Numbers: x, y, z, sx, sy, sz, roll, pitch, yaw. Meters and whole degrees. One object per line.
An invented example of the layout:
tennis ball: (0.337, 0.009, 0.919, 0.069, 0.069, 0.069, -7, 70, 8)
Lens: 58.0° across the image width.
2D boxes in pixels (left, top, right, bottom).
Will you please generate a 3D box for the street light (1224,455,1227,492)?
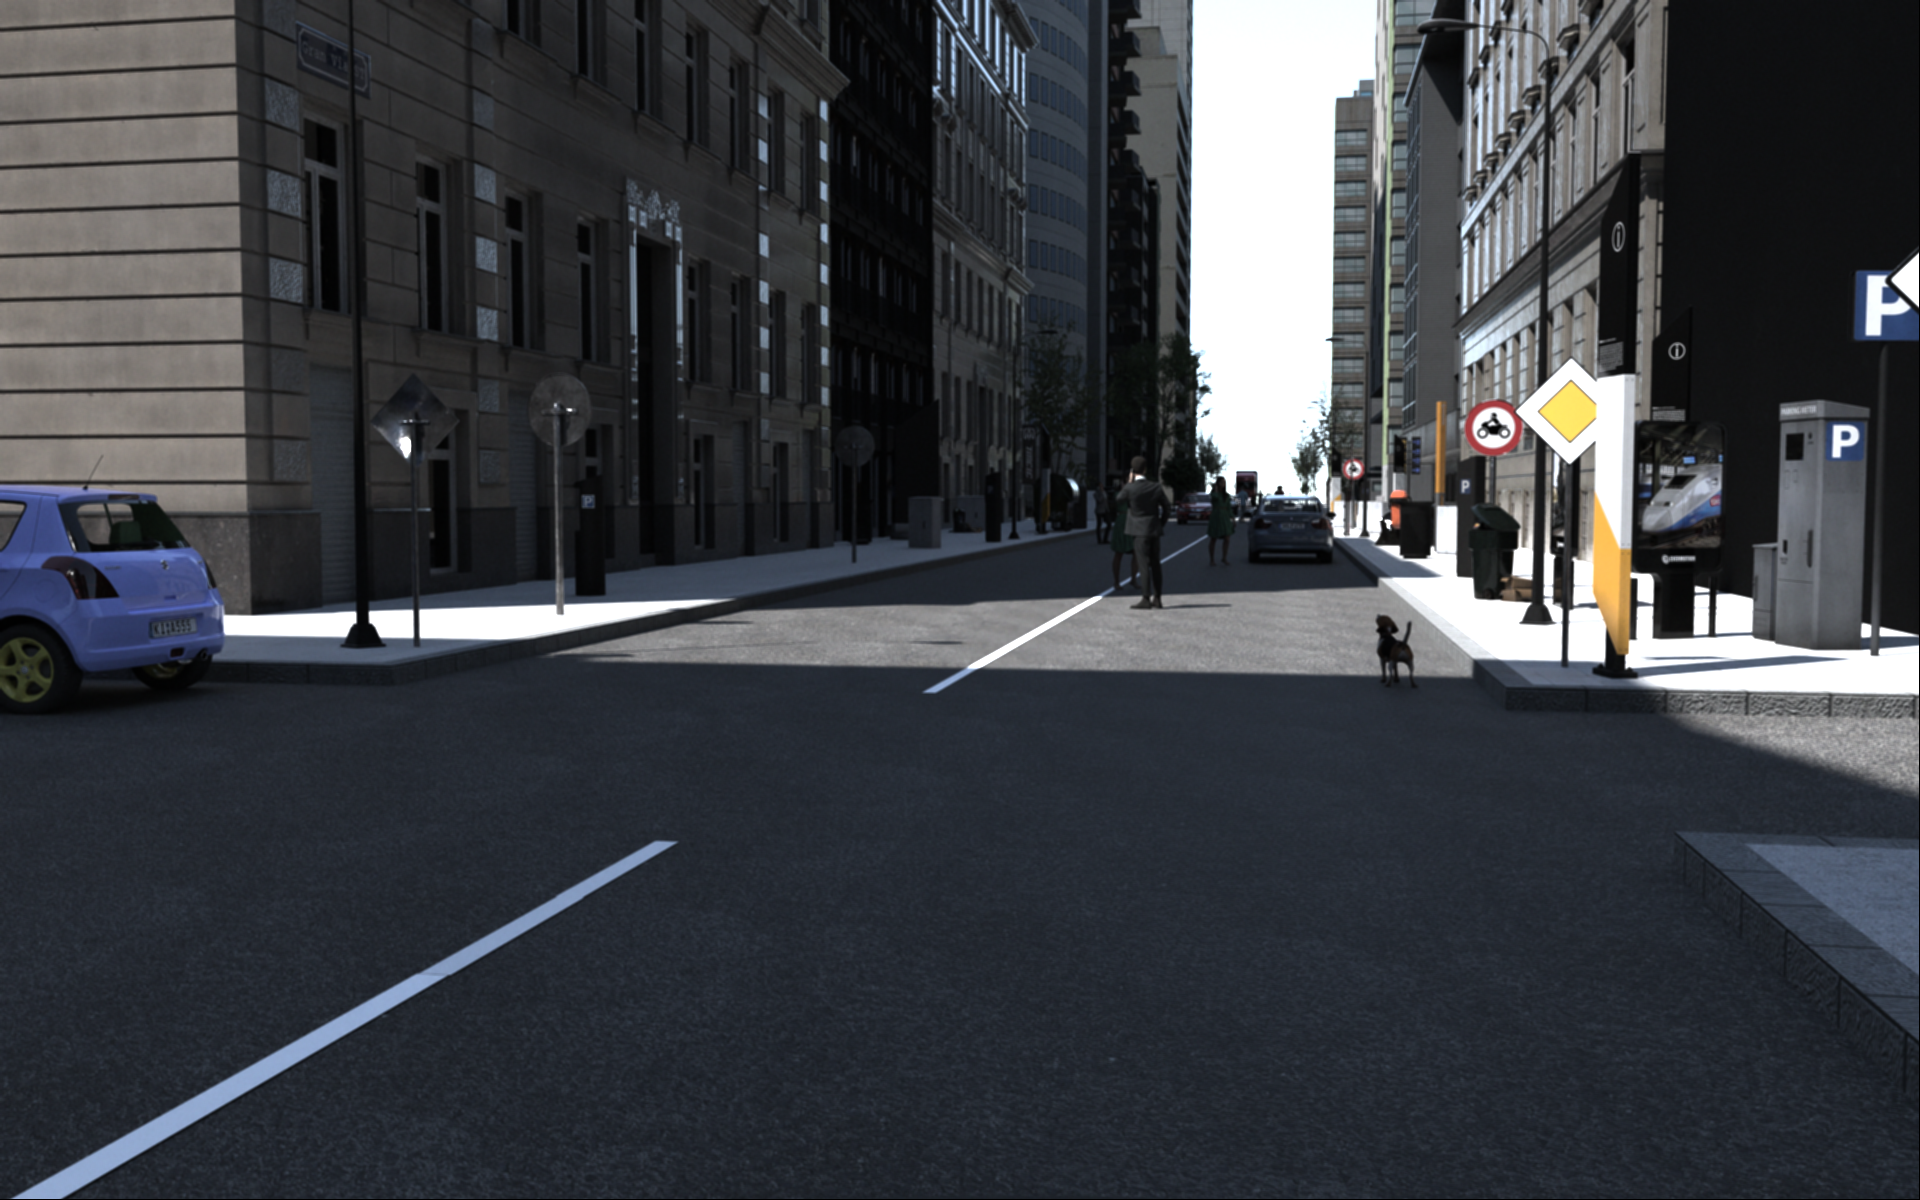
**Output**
street light: (31.325, -14.373, 207.545, 1.470, 5.913, 1.316, 1, 4, 10)

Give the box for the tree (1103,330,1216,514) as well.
tree: (12.602, -11.242, 109.570, 9.928, 11.665, 9.643, 0, 3, 0)

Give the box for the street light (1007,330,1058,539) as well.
street light: (2.071, -4.685, 49.134, 1.470, 5.913, 1.316, 1, 4, 10)

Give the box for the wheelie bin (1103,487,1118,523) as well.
wheelie bin: (6.821, -4.290, 78.052, 0.980, 1.594, 0.693, 0, 4, -5)

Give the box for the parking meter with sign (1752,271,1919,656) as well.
parking meter with sign: (7.209, -1.112, 14.443, 0.543, 3.016, 1.738, 0, 4, -2)

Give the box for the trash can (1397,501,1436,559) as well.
trash can: (9.042, -1.390, 34.372, 0.748, 1.137, 0.748, 0, 3, 0)

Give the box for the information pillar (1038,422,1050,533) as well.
information pillar: (2.766, -3.982, 56.460, 0.183, 3.616, 0.504, -2, 4, -29)

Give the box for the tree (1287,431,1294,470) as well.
tree: (36.803, -14.286, 183.934, 4.360, 8.622, 3.978, 0, 3, 0)

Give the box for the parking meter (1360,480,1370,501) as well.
parking meter: (16.873, -4.067, 72.207, 0.399, 1.863, 0.255, 1, 4, 9)

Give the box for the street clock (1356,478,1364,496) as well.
street clock: (18.264, -4.536, 78.736, 0.471, 2.002, 0.358, -1, 4, -9)

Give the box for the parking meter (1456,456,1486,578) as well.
parking meter: (7.841, -1.278, 26.600, 0.255, 1.863, 0.399, -2, 4, -27)

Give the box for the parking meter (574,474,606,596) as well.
parking meter: (-4.687, -0.827, 21.927, 0.372, 1.533, 0.369, 0, 3, 0)

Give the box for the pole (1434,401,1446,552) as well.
pole: (10.613, -2.717, 38.265, 0.158, 3.312, 0.155, 0, 3, 0)

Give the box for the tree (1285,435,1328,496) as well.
tree: (44.361, -16.757, 224.342, 4.737, 8.622, 4.395, 0, 3, 0)

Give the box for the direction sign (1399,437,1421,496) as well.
direction sign: (17.839, -4.700, 68.847, 0.876, 3.537, 0.379, 1, 4, 20)

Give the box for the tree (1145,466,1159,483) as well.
tree: (10.980, -6.706, 104.243, 1.663, 3.219, 1.824, 0, 3, 0)

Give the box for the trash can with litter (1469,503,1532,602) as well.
trash can with litter: (6.643, -0.584, 20.936, 0.624, 1.170, 1.055, -1, 4, -22)

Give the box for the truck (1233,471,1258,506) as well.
truck: (34.511, -13.436, 208.599, 2.839, 4.237, 11.283, 1, 4, 11)

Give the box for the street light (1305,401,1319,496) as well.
street light: (18.097, -6.961, 86.355, 1.470, 5.913, 1.316, 1, 4, 10)

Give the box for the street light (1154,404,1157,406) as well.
street light: (9.487, -7.161, 89.629, 1.470, 5.913, 1.316, 1, 4, 10)

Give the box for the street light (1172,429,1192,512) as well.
street light: (15.893, -9.270, 124.105, 1.470, 5.913, 1.316, 1, 4, 10)

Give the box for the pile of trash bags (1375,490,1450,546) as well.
pile of trash bags: (11.221, -2.034, 43.013, 1.912, 1.369, 3.447, 2, 4, 25)

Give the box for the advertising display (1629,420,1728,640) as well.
advertising display: (6.326, -0.617, 15.306, 0.974, 1.923, 0.123, -1, 4, -18)

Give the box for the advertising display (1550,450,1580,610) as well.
advertising display: (6.822, -0.877, 19.545, 0.123, 1.923, 0.974, 0, 4, 8)

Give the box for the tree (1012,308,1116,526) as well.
tree: (3.876, -7.219, 68.399, 4.737, 8.622, 4.395, 0, 3, 0)

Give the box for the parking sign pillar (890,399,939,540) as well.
parking sign pillar: (-1.264, -3.704, 49.027, 1.447, 3.967, 1.447, -1, 4, -16)

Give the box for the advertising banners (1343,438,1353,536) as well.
advertising banners: (12.052, -3.515, 53.659, 0.090, 3.025, 2.074, 1, 4, 19)

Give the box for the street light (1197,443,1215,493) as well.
street light: (22.334, -11.370, 158.443, 1.470, 5.913, 1.316, 1, 4, 10)

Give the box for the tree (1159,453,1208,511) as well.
tree: (19.859, -10.207, 150.605, 4.285, 4.588, 4.351, 0, 3, 0)

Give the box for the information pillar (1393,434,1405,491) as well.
information pillar: (17.130, -4.665, 67.624, 0.504, 3.616, 0.183, -2, 4, -25)

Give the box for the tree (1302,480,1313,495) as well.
tree: (43.265, -13.635, 217.535, 1.663, 3.219, 1.824, 0, 3, 0)

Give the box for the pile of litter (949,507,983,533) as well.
pile of litter: (0.200, -2.697, 58.062, 1.176, 0.858, 1.719, 0, 4, 3)

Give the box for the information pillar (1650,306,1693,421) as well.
information pillar: (8.936, -1.862, 21.792, 0.183, 3.616, 0.504, -3, 5, -43)

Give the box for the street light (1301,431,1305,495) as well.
street light: (19.039, -7.306, 91.989, 1.470, 5.913, 1.316, 1, 4, 10)

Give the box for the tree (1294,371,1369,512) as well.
tree: (22.194, -9.346, 103.176, 4.360, 8.622, 3.978, 0, 3, 0)

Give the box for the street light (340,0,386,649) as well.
street light: (-4.486, -2.553, 14.276, 1.470, 5.913, 1.316, 1, 4, 10)

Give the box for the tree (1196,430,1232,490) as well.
tree: (29.312, -15.249, 199.691, 4.737, 8.622, 4.395, 0, 3, 0)

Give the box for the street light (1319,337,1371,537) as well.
street light: (11.493, -4.823, 51.390, 1.470, 5.913, 1.316, 1, 4, 10)

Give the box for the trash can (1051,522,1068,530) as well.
trash can: (3.533, -3.035, 61.270, 0.748, 1.137, 0.748, 0, 3, 0)

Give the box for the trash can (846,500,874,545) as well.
trash can: (-2.540, -1.973, 43.911, 0.748, 1.137, 0.748, 0, 3, 0)

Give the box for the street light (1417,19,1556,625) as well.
street light: (5.171, -2.721, 17.030, 1.470, 5.913, 1.316, 1, 4, 10)

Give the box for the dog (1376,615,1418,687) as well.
dog: (3.262, 0.383, 13.024, 0.406, 0.507, 0.540, -3, 5, -43)

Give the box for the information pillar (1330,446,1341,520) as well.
information pillar: (18.439, -5.725, 84.962, 0.504, 3.616, 0.183, -1, 4, -12)

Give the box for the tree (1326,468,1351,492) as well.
tree: (23.718, -7.013, 109.271, 1.663, 3.219, 1.824, 0, 3, 0)

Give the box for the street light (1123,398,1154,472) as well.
street light: (8.457, -6.797, 83.669, 1.470, 5.913, 1.316, 1, 4, 10)

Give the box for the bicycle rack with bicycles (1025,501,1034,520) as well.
bicycle rack with bicycles: (3.752, -4.502, 86.991, 2.852, 0.926, 2.925, -1, 4, -12)

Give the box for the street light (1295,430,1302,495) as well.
street light: (25.340, -9.411, 126.416, 1.470, 5.913, 1.316, 1, 4, 10)

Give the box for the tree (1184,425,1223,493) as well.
tree: (27.012, -14.668, 190.176, 4.360, 8.622, 3.978, 0, 3, 0)

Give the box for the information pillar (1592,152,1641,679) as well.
information pillar: (4.612, -1.274, 12.178, 0.183, 3.616, 0.504, 0, 4, -1)

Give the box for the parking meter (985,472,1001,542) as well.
parking meter: (0.882, -2.483, 46.311, 0.399, 1.863, 0.255, 3, 5, 40)

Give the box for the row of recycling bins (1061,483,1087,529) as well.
row of recycling bins: (4.316, -3.559, 65.310, 1.069, 1.692, 3.534, 0, 4, 1)
